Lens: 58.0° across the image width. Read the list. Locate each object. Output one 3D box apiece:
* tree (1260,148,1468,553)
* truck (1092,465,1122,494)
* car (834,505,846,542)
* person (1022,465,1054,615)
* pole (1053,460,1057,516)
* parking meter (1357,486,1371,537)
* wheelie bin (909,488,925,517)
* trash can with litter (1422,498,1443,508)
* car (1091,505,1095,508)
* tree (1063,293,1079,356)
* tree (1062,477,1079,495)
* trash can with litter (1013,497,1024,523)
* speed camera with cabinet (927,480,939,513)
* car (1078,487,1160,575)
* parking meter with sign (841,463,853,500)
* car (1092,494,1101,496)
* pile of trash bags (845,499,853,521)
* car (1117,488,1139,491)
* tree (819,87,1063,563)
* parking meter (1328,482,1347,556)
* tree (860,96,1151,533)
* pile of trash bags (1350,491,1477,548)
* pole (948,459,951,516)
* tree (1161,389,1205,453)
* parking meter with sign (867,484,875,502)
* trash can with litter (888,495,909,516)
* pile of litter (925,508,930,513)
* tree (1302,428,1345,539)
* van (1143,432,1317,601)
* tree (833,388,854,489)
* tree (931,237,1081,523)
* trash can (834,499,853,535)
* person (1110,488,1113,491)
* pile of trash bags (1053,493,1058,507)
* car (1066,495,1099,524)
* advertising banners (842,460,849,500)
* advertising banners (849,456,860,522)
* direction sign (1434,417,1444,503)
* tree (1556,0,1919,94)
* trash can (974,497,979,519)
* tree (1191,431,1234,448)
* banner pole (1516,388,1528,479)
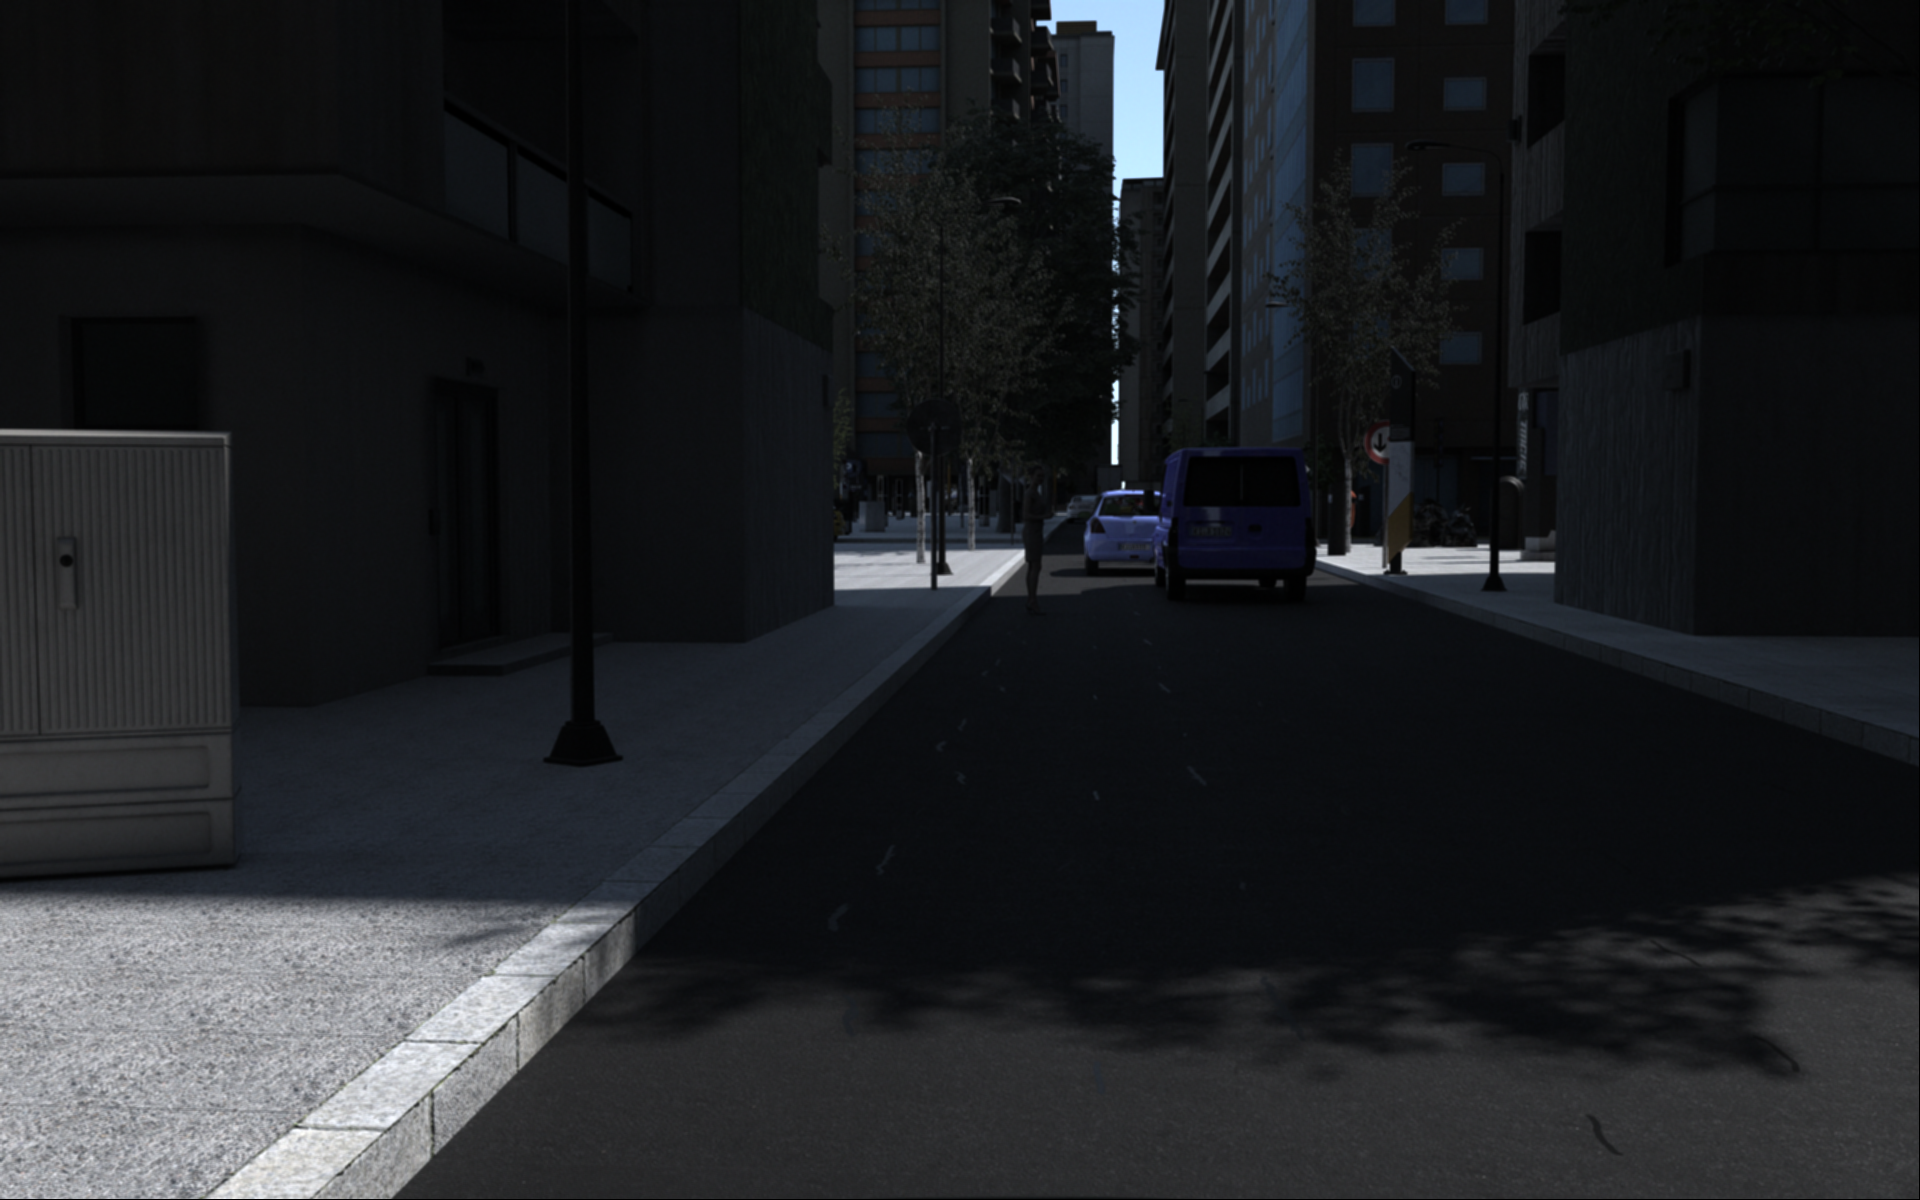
[{"bbox_3d":[8.736,-5.344,37.735,4.360,8.622,3.978,0,3,0],"label":"tree"},{"bbox_3d":[14.432,-11.061,169.766,2.839,4.237,11.283,0,4,3],"label":"truck"},{"bbox_3d":[-5.254,-2.381,49.149,3.980,1.641,2.015,0,4,5],"label":"car"},{"bbox_3d":[0.928,-0.731,20.786,0.374,1.781,0.599,1,4,15],"label":"person"},{"bbox_3d":[5.461,-6.458,99.430,0.158,3.312,0.155,0,3,0],"label":"pole"},{"bbox_3d":[12.054,-2.648,51.700,0.372,1.533,0.369,0,3,0],"label":"parking meter"},{"bbox_3d":[-2.406,-5.333,95.097,0.980,1.594,0.693,-3,5,-44],"label":"wheelie bin"},{"bbox_3d":[13.793,-2.364,50.031,1.055,1.170,0.624,-2,4,-24],"label":"trash can with litter"},{"bbox_3d":[6.108,-3.504,67.513,2.015,1.641,3.980,0,4,5],"label":"car"},{"bbox_3d":[0.331,-5.412,38.853,4.360,8.622,3.978,0,3,0],"label":"tree"},{"bbox_3d":[12.585,-12.239,194.710,1.663,3.219,1.824,0,3,0],"label":"tree"},{"bbox_3d":[2.618,-3.945,75.891,1.055,1.170,0.624,-1,4,-14],"label":"trash can with litter"},{"bbox_3d":[-1.761,-7.428,115.787,0.660,3.252,2.038,1,4,10],"label":"speed camera with cabinet"},{"bbox_3d":[3.137,-1.357,31.785,1.945,1.707,3.694,0,4,3],"label":"car"},{"bbox_3d":[-6.266,-6.038,94.989,0.543,3.016,1.738,0,4,6],"label":"parking meter with sign"},{"bbox_3d":[10.868,-7.620,136.594,2.014,1.417,4.499,0,4,3],"label":"car"},{"bbox_3d":[-6.757,-4.463,82.714,1.912,1.369,3.447,3,5,42],"label":"pile of trash bags"},{"bbox_3d":[11.366,-6.637,117.192,2.281,1.827,5.304,0,4,4],"label":"car"},{"bbox_3d":[-0.662,-4.975,31.710,4.360,8.622,3.978,0,3,0],"label":"tree"},{"bbox_3d":[7.888,-1.701,36.223,0.372,1.533,0.369,0,3,0],"label":"parking meter"},{"bbox_3d":[1.620,-9.192,56.952,9.857,13.997,8.962,0,3,0],"label":"tree"},{"bbox_3d":[10.685,-1.978,42.088,3.447,1.369,1.912,-1,4,-9],"label":"pile of trash bags"},{"bbox_3d":[-0.627,-6.611,101.926,0.158,3.312,0.155,0,3,0],"label":"pole"},{"bbox_3d":[15.798,-10.387,120.185,4.737,8.622,4.395,0,3,0],"label":"tree"},{"bbox_3d":[-6.781,-7.998,127.031,0.543,3.016,1.738,2,4,25],"label":"parking meter with sign"},{"bbox_3d":[-3.980,-5.519,101.298,2.233,1.210,1.678,3,5,41],"label":"trash can with litter"},{"bbox_3d":[-2.008,-6.468,119.722,1.176,0.858,1.719,3,5,43],"label":"pile of litter"},{"bbox_3d":[10.487,-3.390,50.025,1.663,3.219,1.824,0,3,0],"label":"tree"},{"bbox_3d":[3.835,-1.262,25.016,2.240,2.365,5.245,0,4,4],"label":"van"},{"bbox_3d":[-8.772,-9.993,113.748,4.737,8.622,4.395,0,3,0],"label":"tree"},{"bbox_3d":[2.470,-9.741,77.398,7.486,12.596,7.792,0,3,0],"label":"tree"},{"bbox_3d":[-3.693,-2.606,54.265,0.748,1.137,0.748,0,3,0],"label":"trash can"},{"bbox_3d":[9.204,-5.897,105.191,0.678,1.792,0.850,1,4,18],"label":"person"},{"bbox_3d":[5.071,-6.419,114.699,3.447,1.369,1.912,-3,4,-38],"label":"pile of trash bags"},{"bbox_3d":[6.240,-4.466,85.380,2.083,1.381,4.827,0,4,6],"label":"car"},{"bbox_3d":[-5.624,-5.694,89.286,0.090,3.025,2.074,1,4,22],"label":"advertising banners"},{"bbox_3d":[-4.778,-5.078,79.207,0.090,3.025,2.074,0,4,3],"label":"advertising banners"},{"bbox_3d":[14.171,-3.629,51.331,0.379,3.537,0.876,0,4,0],"label":"direction sign"},{"bbox_3d":[7.039,-5.162,10.152,9.928,11.665,9.643,0,3,0],"label":"tree"},{"bbox_3d":[0.842,-4.847,90.899,0.748,1.137,0.748,0,3,0],"label":"trash can"},{"bbox_3d":[12.914,-6.348,87.503,4.285,4.588,4.351,0,3,0],"label":"tree"},{"bbox_3d":[11.655,-2.786,35.572,0.401,3.779,0.863,-1,4,-15],"label":"banner pole"}]
